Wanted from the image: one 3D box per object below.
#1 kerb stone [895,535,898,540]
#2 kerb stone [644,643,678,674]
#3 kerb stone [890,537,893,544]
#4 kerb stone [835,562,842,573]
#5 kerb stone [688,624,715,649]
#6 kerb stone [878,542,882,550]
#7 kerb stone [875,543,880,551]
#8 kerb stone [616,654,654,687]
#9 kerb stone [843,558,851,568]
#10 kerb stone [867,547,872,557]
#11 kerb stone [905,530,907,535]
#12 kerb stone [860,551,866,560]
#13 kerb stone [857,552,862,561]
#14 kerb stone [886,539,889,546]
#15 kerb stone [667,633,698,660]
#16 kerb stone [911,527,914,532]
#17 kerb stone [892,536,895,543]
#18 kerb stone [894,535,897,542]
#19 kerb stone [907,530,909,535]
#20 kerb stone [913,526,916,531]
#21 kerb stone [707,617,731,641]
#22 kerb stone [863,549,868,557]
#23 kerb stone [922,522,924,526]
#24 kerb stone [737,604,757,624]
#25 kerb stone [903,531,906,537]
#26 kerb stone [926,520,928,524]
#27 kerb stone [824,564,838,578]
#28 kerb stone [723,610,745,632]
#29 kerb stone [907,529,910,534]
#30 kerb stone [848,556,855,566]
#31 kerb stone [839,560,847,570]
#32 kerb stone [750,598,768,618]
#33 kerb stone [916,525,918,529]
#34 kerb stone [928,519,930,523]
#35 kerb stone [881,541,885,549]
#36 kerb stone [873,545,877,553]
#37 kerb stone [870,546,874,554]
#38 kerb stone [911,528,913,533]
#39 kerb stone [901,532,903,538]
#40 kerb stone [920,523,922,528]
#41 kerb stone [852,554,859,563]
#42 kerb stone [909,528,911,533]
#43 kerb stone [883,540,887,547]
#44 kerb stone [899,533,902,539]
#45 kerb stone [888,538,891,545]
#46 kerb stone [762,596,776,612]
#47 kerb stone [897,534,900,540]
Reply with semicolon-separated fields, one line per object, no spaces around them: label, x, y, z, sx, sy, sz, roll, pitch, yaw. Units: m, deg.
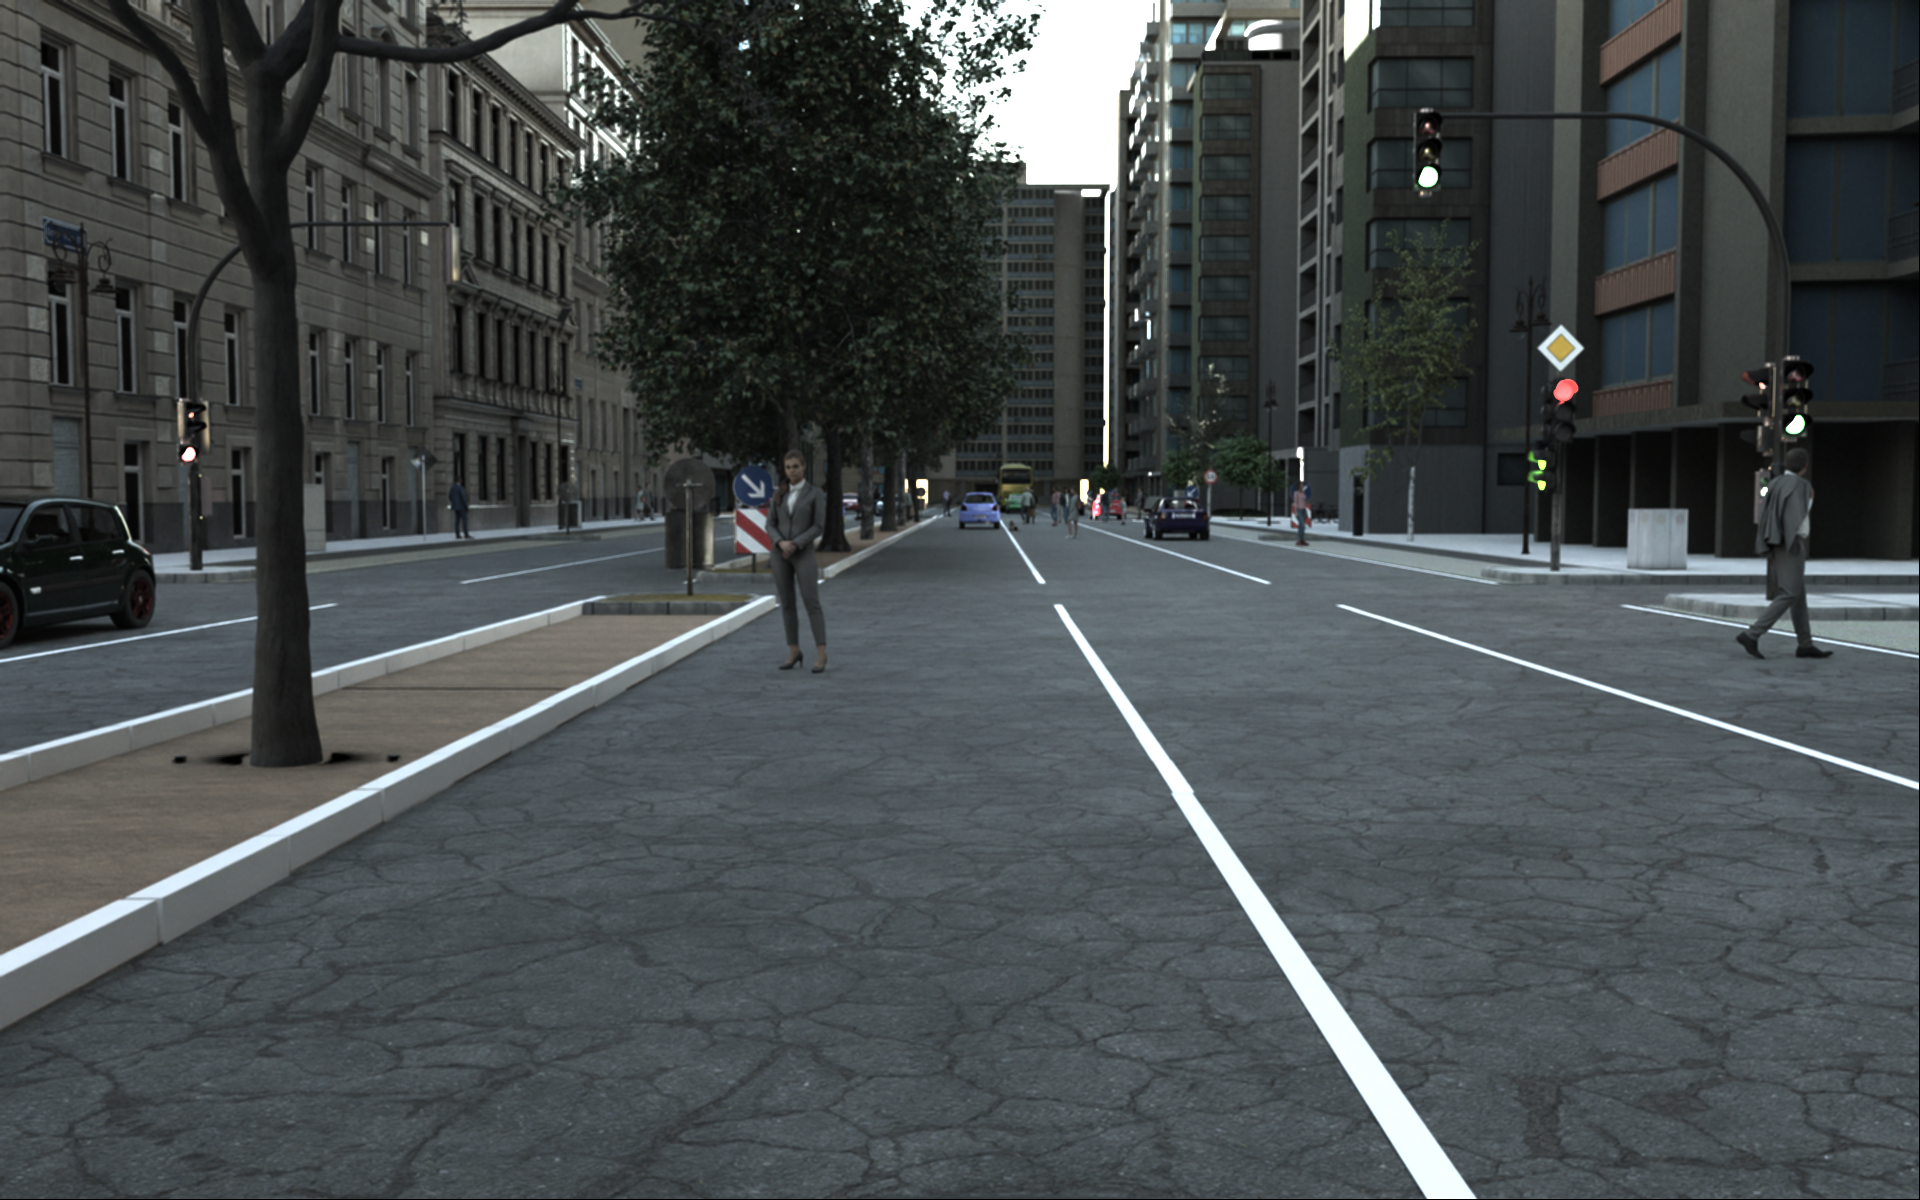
kerb stone;-1.996;-1.798;51.621;0.120;0.150;1.000;0;4;1
kerb stone;-2.481;0.492;14.199;0.120;0.150;1.000;0;4;1
kerb stone;-2.034;-1.612;48.546;0.120;0.150;1.000;0;4;1
kerb stone;-2.267;-0.546;31.127;0.120;0.150;1.000;0;4;1
kerb stone;-2.462;0.363;16.254;0.120;0.150;1.000;0;4;1
kerb stone;-2.105;-1.297;43.425;0.120;0.150;1.000;0;4;1
kerb stone;-2.114;-1.233;42.402;0.120;0.150;1.000;0;4;1
kerb stone;-2.501;0.553;13.177;0.120;0.150;1.000;0;4;1
kerb stone;-2.242;-0.672;33.176;0.120;0.150;1.000;0;4;1
kerb stone;-2.151;-1.046;39.327;0.120;0.150;1.000;0;4;1
kerb stone;-1.922;-2.175;57.774;0.120;0.150;1.000;0;4;1
kerb stone;-2.180;-0.918;37.278;0.120;0.150;1.000;0;4;1
kerb stone;-2.207;-0.854;36.253;0.120;0.150;1.000;0;4;1
kerb stone;-2.069;-1.486;46.498;0.120;0.150;1.000;0;4;1
kerb stone;-2.472;0.426;15.231;0.120;0.150;1.000;0;4;1
kerb stone;-1.853;-2.490;62.909;0.120;0.150;1.000;0;4;1
kerb stone;-2.022;-1.674;49.571;0.120;0.150;1.000;0;4;1
kerb stone;-2.012;-1.737;50.593;0.120;0.150;1.000;0;4;1
kerb stone;-1.911;-2.239;58.796;0.120;0.150;1.000;0;4;1
kerb stone;-1.836;-2.615;64.959;0.120;0.150;1.000;0;4;1
kerb stone;-2.442;0.301;17.276;0.120;0.150;1.000;0;4;1
kerb stone;-2.174;-0.985;38.302;0.120;0.150;1.000;0;4;1
kerb stone;-1.720;-3.118;73.172;0.120;0.150;1.000;0;4;1
kerb stone;-2.415;0.176;19.324;0.120;0.150;1.000;0;4;1
kerb stone;-1.933;-2.113;56.748;0.120;0.150;1.000;0;4;1
kerb stone;-1.656;-3.431;78.286;0.120;0.150;1.000;0;4;1
kerb stone;-2.266;-0.481;30.098;0.120;0.150;1.000;0;4;1
kerb stone;-2.424;0.238;18.297;0.120;0.150;1.000;0;4;1
kerb stone;-1.894;-2.302;59.838;0.120;0.150;1.000;0;4;1
kerb stone;-2.225;-0.734;34.198;0.120;0.150;1.000;0;4;1
kerb stone;-2.251;-0.609;32.154;0.120;0.150;1.000;0;4;1
kerb stone;-2.404;0.114;20.346;0.120;0.150;1.000;0;4;1
kerb stone;-1.800;-2.741;67.009;0.120;0.150;1.000;0;4;1
kerb stone;-1.617;-3.617;81.367;0.120;0.150;1.000;0;4;1
kerb stone;-2.090;-1.360;44.454;0.120;0.150;1.000;0;4;1
kerb stone;-2.132;-1.173;41.372;0.120;0.150;1.000;0;4;1
kerb stone;-2.145;-1.106;40.349;0.120;0.150;1.000;0;4;1
kerb stone;-1.867;-2.421;61.887;0.120;0.150;1.000;0;4;1
kerb stone;-1.953;-1.988;54.703;0.120;0.150;1.000;0;4;1
kerb stone;-1.742;-2.992;71.110;0.120;0.150;1.000;0;4;1
kerb stone;-2.210;-0.793;35.227;0.120;0.150;1.000;0;4;1
kerb stone;-1.879;-2.365;60.860;0.120;0.150;1.000;0;4;1
kerb stone;-2.079;-1.424;45.476;0.120;0.150;1.000;0;4;1
kerb stone;-1.973;-1.926;53.681;0.120;0.150;1.000;0;4;1
kerb stone;-2.055;-1.549;47.524;0.120;0.150;1.000;0;4;1
kerb stone;-2.391;0.050;21.370;0.120;0.150;1.000;0;4;1
kerb stone;-1.984;-1.863;52.654;0.120;0.150;1.000;0;4;1
